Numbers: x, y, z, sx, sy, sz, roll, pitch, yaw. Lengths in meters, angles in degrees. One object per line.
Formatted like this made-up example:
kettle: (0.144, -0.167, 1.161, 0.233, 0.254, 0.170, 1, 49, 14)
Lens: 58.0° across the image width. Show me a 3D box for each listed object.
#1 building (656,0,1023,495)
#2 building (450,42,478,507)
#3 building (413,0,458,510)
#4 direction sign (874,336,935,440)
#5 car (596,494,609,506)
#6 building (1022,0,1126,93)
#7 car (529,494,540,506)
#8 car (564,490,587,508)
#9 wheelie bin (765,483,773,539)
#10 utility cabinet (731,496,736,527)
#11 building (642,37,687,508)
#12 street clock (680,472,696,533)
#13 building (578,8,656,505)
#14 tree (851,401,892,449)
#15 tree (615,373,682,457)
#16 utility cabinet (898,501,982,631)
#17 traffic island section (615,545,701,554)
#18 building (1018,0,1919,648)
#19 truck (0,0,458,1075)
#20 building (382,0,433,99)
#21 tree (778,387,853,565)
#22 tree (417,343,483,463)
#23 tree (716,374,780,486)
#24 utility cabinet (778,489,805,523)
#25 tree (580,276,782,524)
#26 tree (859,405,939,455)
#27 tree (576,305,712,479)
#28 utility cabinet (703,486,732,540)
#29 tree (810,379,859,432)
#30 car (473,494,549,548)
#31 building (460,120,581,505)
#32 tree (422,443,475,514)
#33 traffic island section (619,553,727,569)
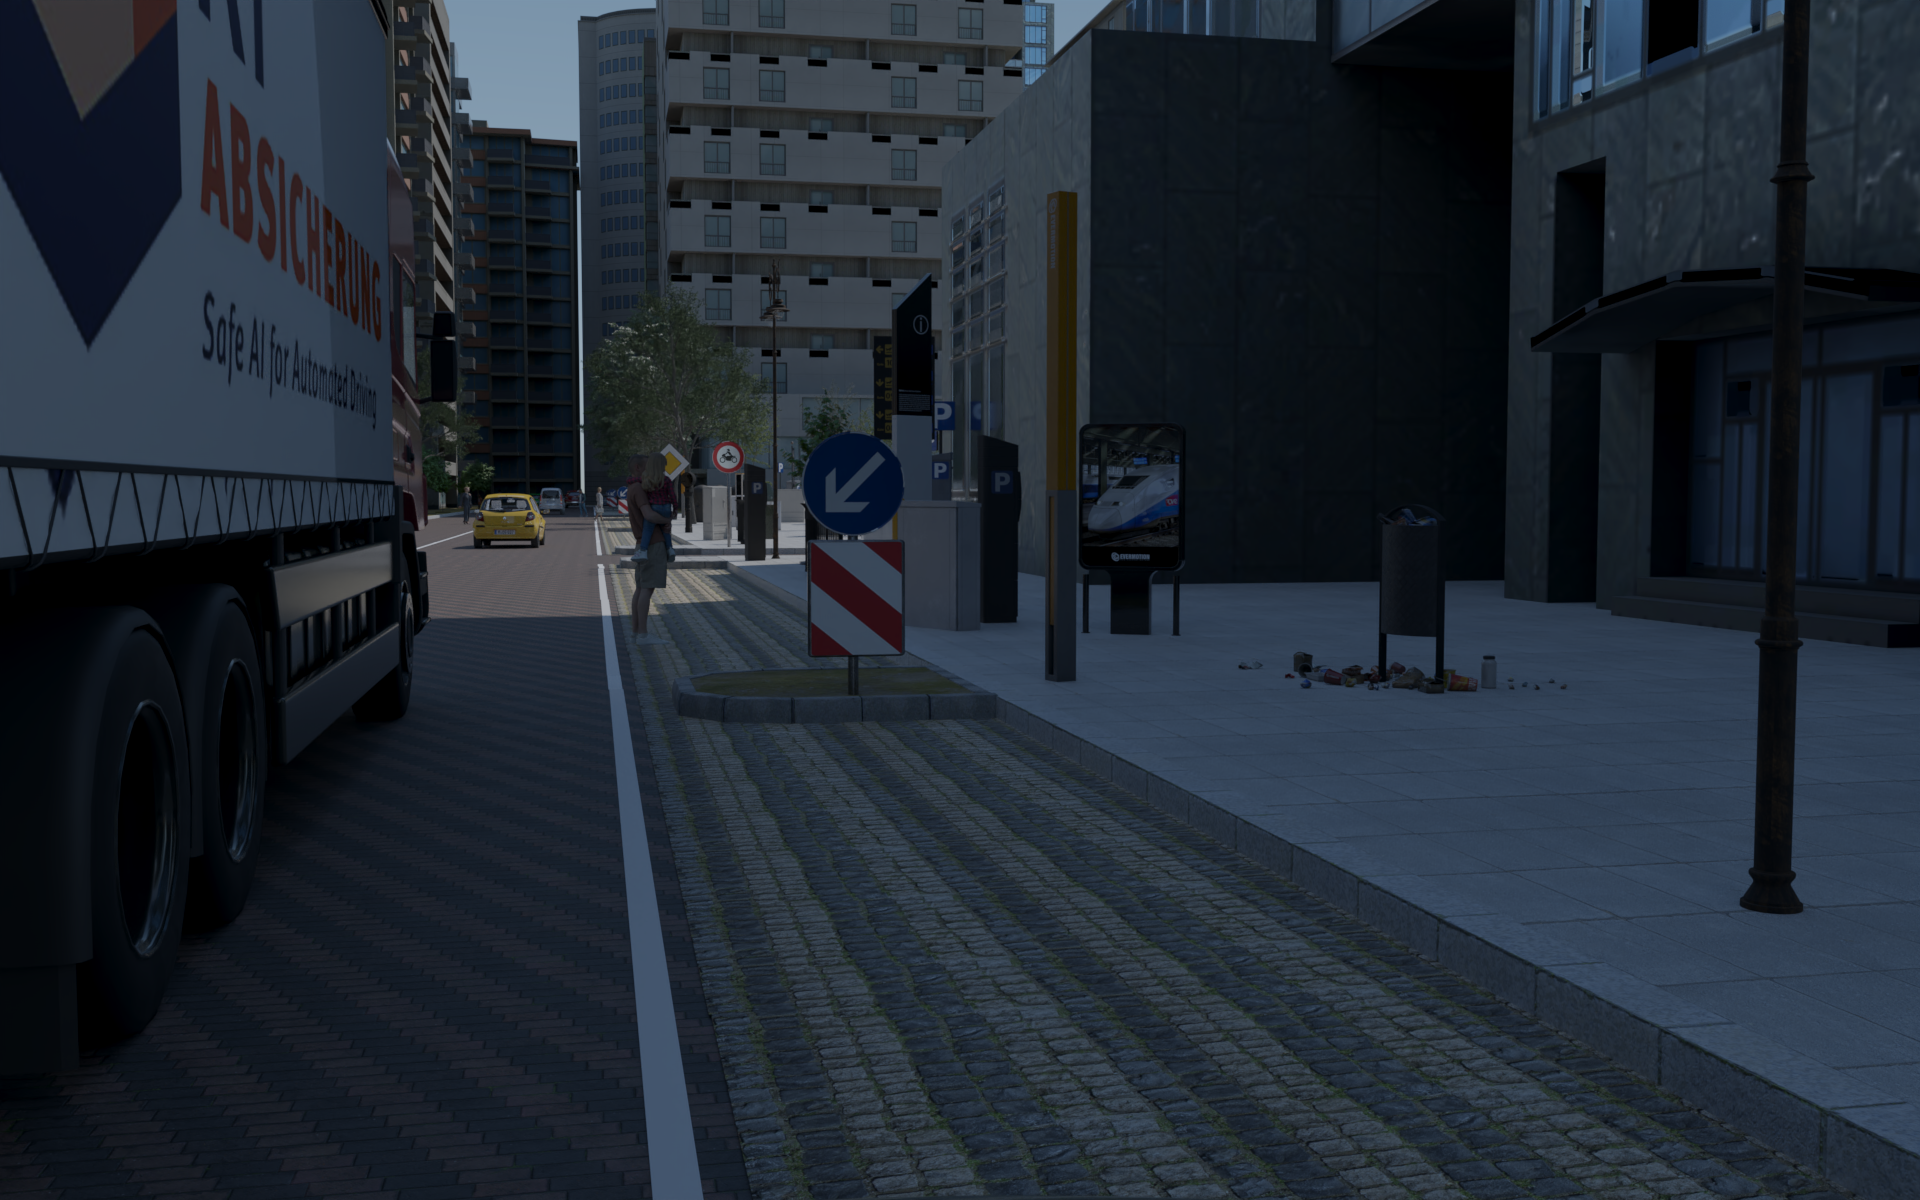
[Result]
building: (-10.501, -33.737, 140.844, 28.713, 52.752, 27.495, -1, 4, -12)
building: (-64.252, -33.780, 171.918, 30.456, 49.044, 23.786, -1, 4, -12)
building: (-55.403, -32.112, 148.738, 21.300, 48.544, 21.600, -1, 4, -12)
direction sign: (-0.799, -2.014, 24.921, 0.876, 3.537, 0.379, 0, 4, -5)
car: (-37.150, -10.364, 181.461, 2.014, 1.417, 4.499, -1, 4, -12)
building: (23.743, -36.528, 186.476, 27.495, 52.752, 28.713, -1, 4, -12)
car: (-43.527, -10.310, 177.371, 1.959, 1.807, 4.718, -1, 4, -11)
car: (-39.009, -10.209, 175.595, 2.281, 1.827, 5.304, -1, 4, -12)
wheelie bin: (-5.688, -2.529, 49.263, 0.980, 1.594, 0.693, -3, 5, -43)
utility cabinet: (-9.004, -3.405, 66.836, 1.020, 1.237, 0.306, -3, 4, -36)
building: (-22.137, -29.160, 160.357, 14.154, 41.232, 14.086, -1, 4, -12)
street clock: (-8.987, -3.227, 57.327, 0.471, 2.002, 0.358, 1, 4, 19)
building: (-31.470, -40.839, 209.723, 28.212, 58.520, 21.231, -1, 4, -12)
tree: (-4.546, -9.595, 107.233, 4.737, 8.622, 4.395, 0, 3, 0)
tree: (-17.983, -9.296, 102.359, 4.360, 8.622, 3.978, 0, 3, 0)
utility cabinet: (-0.204, -0.334, 16.630, 0.306, 1.237, 1.020, -3, 4, -36)
traffic island section: (-7.354, -1.208, 42.040, 2.009, 0.180, 2.903, -1, 4, -12)
building: (13.768, -43.211, 19.171, 22.319, 86.520, 31.000, -1, 4, -12)
truck: (-3.990, -1.139, 7.535, 2.839, 4.237, 11.283, -1, 4, -12)
building: (-49.722, -28.712, 124.070, 22.147, 44.769, 28.867, -1, 4, -12)
tree: (-2.529, -2.254, 31.450, 1.663, 3.219, 1.824, 0, 3, 0)
tree: (-32.178, -10.352, 103.669, 7.601, 10.594, 8.767, -1, 4, -23)
tree: (-12.352, -9.088, 98.953, 4.737, 8.622, 4.395, 0, 3, 0)
utility cabinet: (-7.489, -4.176, 76.951, 1.173, 1.500, 0.318, 0, 4, 3)
tree: (-11.567, -8.530, 73.883, 8.767, 10.594, 7.601, -2, 4, -35)
tree: (-3.007, -9.268, 101.889, 4.360, 8.622, 3.978, 0, 3, 0)
tree: (-20.641, -12.663, 113.690, 9.857, 13.997, 8.962, 0, 3, 0)
utility cabinet: (-6.745, -2.419, 48.227, 0.318, 1.500, 1.173, 1, 4, 19)
tree: (-7.796, -9.875, 111.823, 4.360, 8.622, 3.978, 0, 3, 0)
car: (-12.256, -2.262, 47.215, 2.015, 1.641, 3.980, -1, 4, -10)
building: (-59.550, -33.662, 204.993, 28.867, 44.769, 22.147, -1, 4, -12)
tree: (-34.494, -7.805, 111.321, 4.285, 4.588, 4.351, 0, 3, 0)
traffic island section: (-5.696, -0.731, 34.228, 2.009, 0.180, 2.903, -1, 4, -12)
